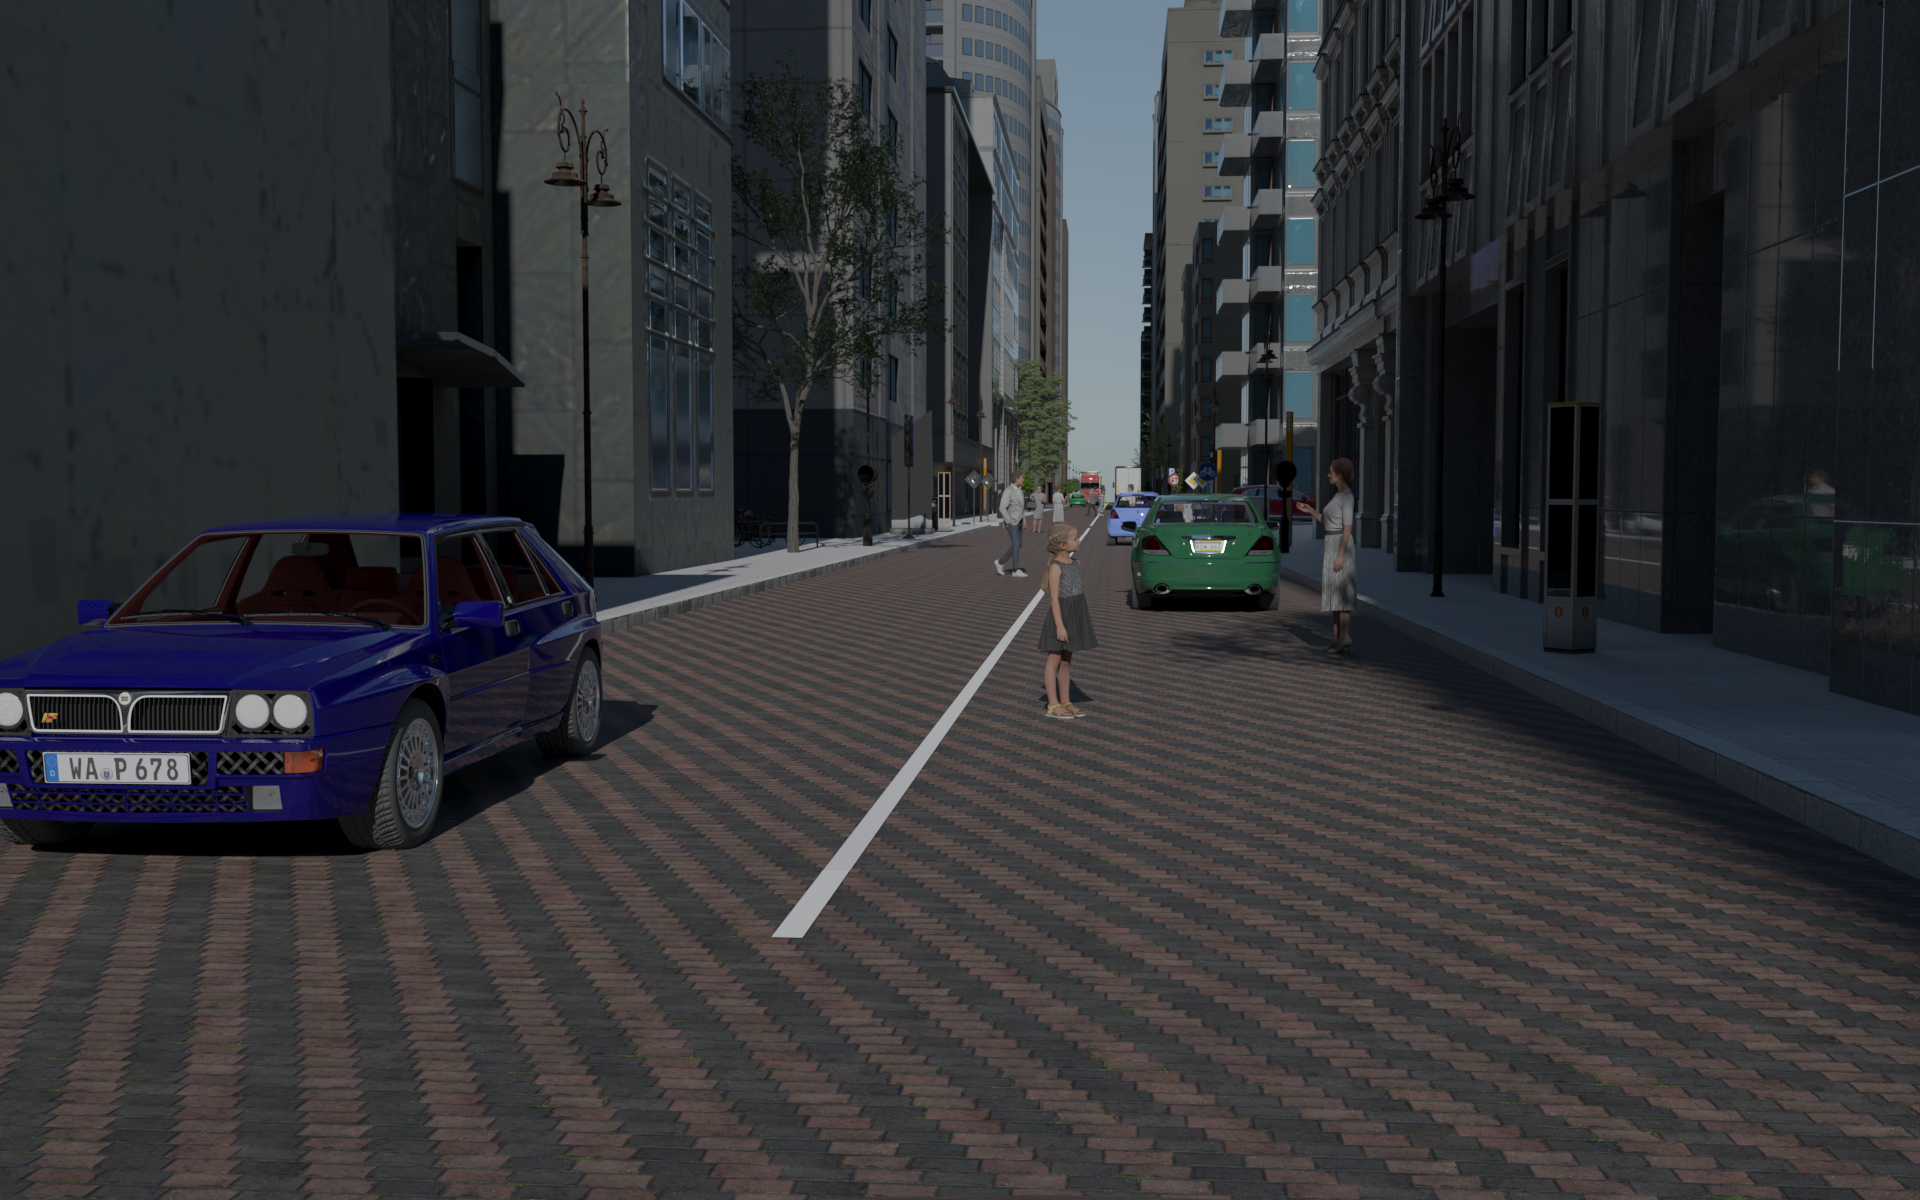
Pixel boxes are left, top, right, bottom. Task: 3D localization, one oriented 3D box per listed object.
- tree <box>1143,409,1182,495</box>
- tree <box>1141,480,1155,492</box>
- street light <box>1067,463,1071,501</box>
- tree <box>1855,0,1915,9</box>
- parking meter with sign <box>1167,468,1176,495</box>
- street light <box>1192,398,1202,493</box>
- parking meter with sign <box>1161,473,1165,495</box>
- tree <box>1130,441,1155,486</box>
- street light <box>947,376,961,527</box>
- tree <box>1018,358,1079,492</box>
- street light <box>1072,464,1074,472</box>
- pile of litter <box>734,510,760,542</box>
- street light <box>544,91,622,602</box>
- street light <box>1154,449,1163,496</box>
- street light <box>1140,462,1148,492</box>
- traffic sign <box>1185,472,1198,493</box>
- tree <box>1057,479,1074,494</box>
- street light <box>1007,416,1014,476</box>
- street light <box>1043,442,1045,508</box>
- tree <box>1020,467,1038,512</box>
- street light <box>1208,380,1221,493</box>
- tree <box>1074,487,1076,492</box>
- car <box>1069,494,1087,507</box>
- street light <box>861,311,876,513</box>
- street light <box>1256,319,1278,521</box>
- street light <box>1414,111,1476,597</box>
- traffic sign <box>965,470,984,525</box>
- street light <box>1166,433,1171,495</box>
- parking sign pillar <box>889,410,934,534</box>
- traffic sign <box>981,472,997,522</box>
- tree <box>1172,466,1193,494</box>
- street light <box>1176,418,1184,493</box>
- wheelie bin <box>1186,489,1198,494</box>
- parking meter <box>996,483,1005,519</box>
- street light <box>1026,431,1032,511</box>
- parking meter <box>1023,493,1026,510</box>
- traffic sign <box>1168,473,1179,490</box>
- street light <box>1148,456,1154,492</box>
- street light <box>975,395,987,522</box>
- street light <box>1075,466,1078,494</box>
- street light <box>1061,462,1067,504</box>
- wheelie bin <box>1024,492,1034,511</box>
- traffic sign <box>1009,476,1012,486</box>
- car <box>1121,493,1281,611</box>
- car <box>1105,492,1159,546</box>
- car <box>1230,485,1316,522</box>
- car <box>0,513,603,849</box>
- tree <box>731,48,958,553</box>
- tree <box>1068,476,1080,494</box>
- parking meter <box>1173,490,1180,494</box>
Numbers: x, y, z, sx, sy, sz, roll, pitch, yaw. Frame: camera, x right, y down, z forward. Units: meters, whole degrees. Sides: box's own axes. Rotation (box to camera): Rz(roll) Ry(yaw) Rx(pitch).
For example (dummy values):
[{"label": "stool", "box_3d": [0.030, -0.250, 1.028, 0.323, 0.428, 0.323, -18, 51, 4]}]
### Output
[{"label": "tree", "box_3d": [17.492, -12.061, 147.554, 4.737, 8.622, 4.395, 0, 3, 0]}, {"label": "tree", "box_3d": [22.810, -13.251, 211.249, 1.663, 3.219, 1.824, 0, 3, 0]}, {"label": "street light", "box_3d": [13.996, -15.571, 227.369, 0.468, 5.910, 1.993, 0, 4, 5]}, {"label": "tree", "box_3d": [5.202, -4.292, 4.582, 8.767, 10.594, 7.601, 0, 4, 5]}, {"label": "parking meter with sign", "box_3d": [14.443, -7.267, 115.074, 0.543, 3.016, 1.738, -1, 4, -21]}, {"label": "street light", "box_3d": [11.219, -6.689, 82.152, 0.468, 5.910, 1.993, 0, 4, 5]}, {"label": "parking meter with sign", "box_3d": [17.579, -9.003, 143.458, 1.738, 3.016, 0.543, -1, 4, -20]}, {"label": "tree", "box_3d": [25.482, -17.585, 237.883, 4.360, 8.622, 3.978, 0, 3, 0]}, {"label": "street light", "box_3d": [-0.239, -5.822, 67.982, 0.468, 5.910, 1.993, 0, 4, 5]}, {"label": "tree", "box_3d": [5.982, -13.854, 144.639, 7.486, 12.596, 7.792, 0, 3, 0]}, {"label": "street light", "box_3d": [15.117, -16.288, 239.100, 0.468, 5.910, 1.993, 0, 4, 5]}, {"label": "pile of litter", "box_3d": [-6.060, -2.039, 47.300, 1.176, 0.858, 1.719, 0, 4, -6]}, {"label": "street light", "box_3d": [-4.416, -2.916, 20.463, 0.468, 5.910, 1.993, 0, 4, 5]}, {"label": "street light", "box_3d": [18.089, -11.288, 157.353, 0.468, 5.910, 1.993, 0, 4, 5]}, {"label": "street light", "box_3d": [24.450, -15.662, 228.861, 0.468, 5.910, 1.993, 0, 4, 5]}, {"label": "traffic sign", "box_3d": [10.596, -4.583, 78.571, 0.795, 2.450, 0.064, 0, 4, 5]}, {"label": "tree", "box_3d": [13.214, -14.049, 224.293, 1.663, 3.219, 1.824, 0, 3, 0]}, {"label": "street light", "box_3d": [2.998, -7.972, 103.128, 0.468, 5.910, 1.993, 0, 4, 5]}, {"label": "street light", "box_3d": [7.608, -11.199, 155.888, 0.468, 5.910, 1.993, 0, 4, 5]}, {"label": "tree", "box_3d": [4.741, -7.899, 123.745, 1.663, 3.219, 1.824, 0, 3, 0]}, {"label": "street light", "box_3d": [10.307, -5.957, 70.179, 0.468, 5.910, 1.993, 0, 4, 5]}, {"label": "tree", "box_3d": [15.768, -15.603, 249.705, 1.663, 3.219, 1.824, 0, 3, 0]}, {"label": "car", "box_3d": [12.893, -11.065, 189.709, 1.959, 1.807, 4.718, 0, 4, 5]}, {"label": "street light", "box_3d": [-2.333, -4.354, 43.969, 0.468, 5.910, 1.993, 0, 4, 5]}, {"label": "street light", "box_3d": [8.112, -4.470, 45.875, 0.468, 5.910, 1.993, 0, 4, 5]}, {"label": "street light", "box_3d": [5.967, -2.977, 21.468, 0.468, 5.910, 1.993, 0, 4, 5]}, {"label": "traffic sign", "box_3d": [0.582, -4.148, 71.464, 0.795, 2.450, 0.064, 0, 4, 5]}, {"label": "street light", "box_3d": [15.573, -9.563, 129.146, 0.468, 5.910, 1.993, 0, 4, 5]}, {"label": "parking sign pillar", "box_3d": [-1.550, -4.106, 55.600, 1.447, 3.967, 1.447, 0, 4, -2]}, {"label": "traffic sign", "box_3d": [1.290, -4.635, 79.418, 0.795, 2.450, 0.064, 0, 4, 5]}, {"label": "tree", "box_3d": [13.959, -7.013, 109.257, 1.663, 3.219, 1.824, 0, 3, 0]}, {"label": "street light", "box_3d": [13.422, -8.126, 105.647, 0.468, 5.910, 1.993, 0, 4, 5]}, {"label": "wheelie bin", "box_3d": [13.807, -5.814, 102.964, 0.693, 1.594, 0.980, -3, 5, -39]}, {"label": "parking meter", "box_3d": [2.122, -5.200, 90.738, 0.399, 1.863, 0.255, 2, 4, 28]}, {"label": "street light", "box_3d": [5.105, -9.448, 127.260, 0.468, 5.910, 1.993, 0, 4, 5]}, {"label": "parking meter", "box_3d": [5.074, -7.873, 137.126, 0.372, 1.533, 0.369, 0, 3, 0]}, {"label": "traffic sign", "box_3d": [13.232, -6.532, 106.909, 0.768, 2.556, 0.104, 1, 4, 14]}, {"label": "street light", "box_3d": [20.215, -12.733, 180.976, 0.468, 5.910, 1.993, 0, 4, 5]}, {"label": "street light", "box_3d": [0.967, -6.534, 79.619, 0.468, 5.910, 1.993, 0, 4, 5]}, {"label": "street light", "box_3d": [17.177, -17.734, 262.733, 0.468, 5.910, 1.993, 0, 4, 5]}, {"label": "street light", "box_3d": [11.998, -14.123, 203.691, 0.468, 5.910, 1.993, 0, 4, 5]}, {"label": "wheelie bin", "box_3d": [5.357, -7.621, 132.509, 0.693, 1.594, 0.980, -1, 4, -23]}, {"label": "traffic sign", "box_3d": [3.099, -5.977, 99.857, 0.606, 2.300, 0.079, 1, 4, 11]}, {"label": "car", "box_3d": [3.176, -0.673, 22.799, 2.131, 1.459, 4.920, 0, 4, 6]}, {"label": "car", "box_3d": [5.078, -2.425, 49.245, 1.945, 1.707, 3.694, 0, 4, 6]}, {"label": "car", "box_3d": [13.811, -3.981, 73.770, 5.304, 1.827, 2.281, 0, 4, 6]}, {"label": "car", "box_3d": [-2.965, 0.264, 8.257, 1.945, 1.354, 3.894, 0, 4, 4]}, {"label": "tree", "box_3d": [-3.784, -6.295, 37.342, 8.767, 10.594, 7.601, 1, 4, 17]}, {"label": "tree", "box_3d": [20.201, -19.768, 306.915, 4.285, 4.588, 4.351, 0, 3, 0]}, {"label": "parking meter", "box_3d": [12.842, -5.768, 102.716, 0.372, 1.533, 0.369, 0, 3, 0]}]
